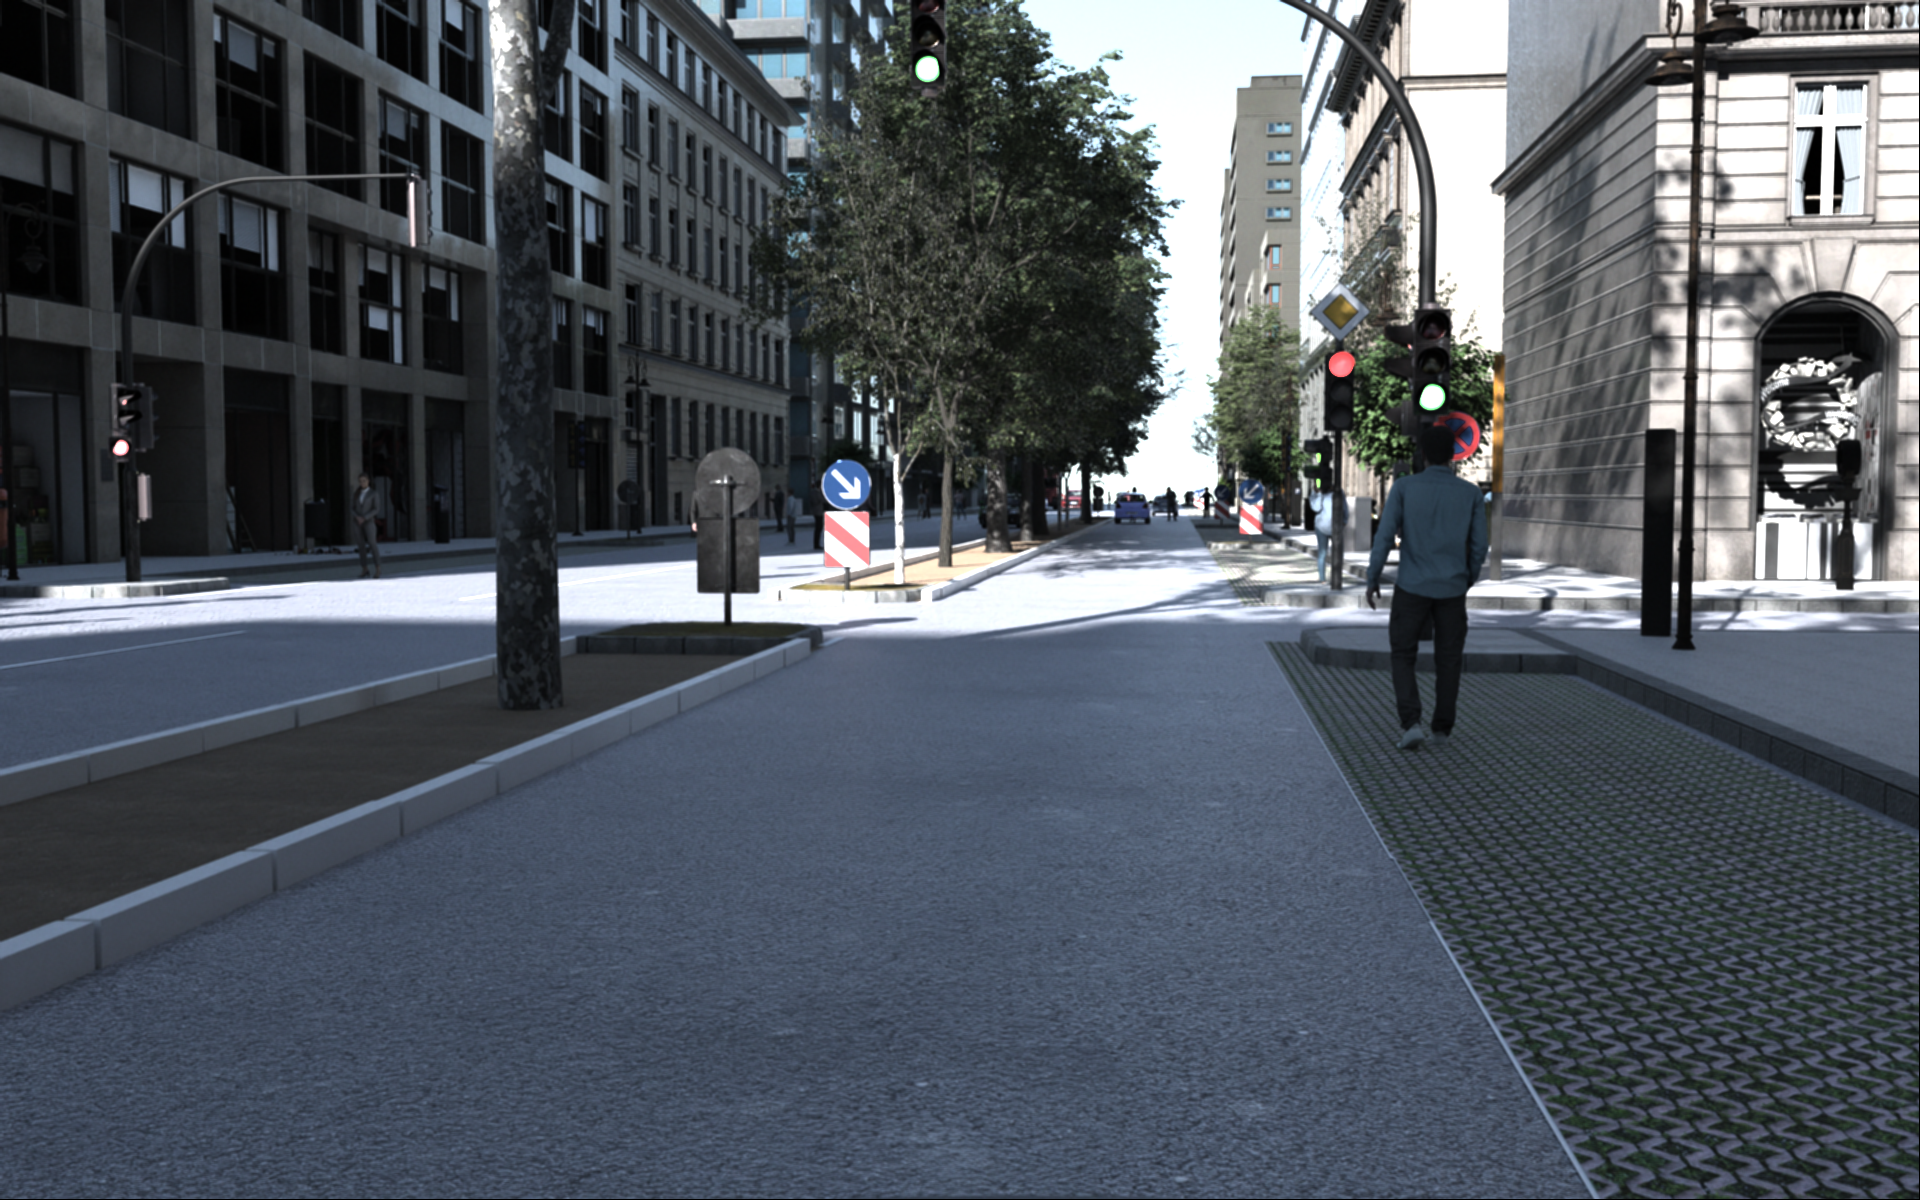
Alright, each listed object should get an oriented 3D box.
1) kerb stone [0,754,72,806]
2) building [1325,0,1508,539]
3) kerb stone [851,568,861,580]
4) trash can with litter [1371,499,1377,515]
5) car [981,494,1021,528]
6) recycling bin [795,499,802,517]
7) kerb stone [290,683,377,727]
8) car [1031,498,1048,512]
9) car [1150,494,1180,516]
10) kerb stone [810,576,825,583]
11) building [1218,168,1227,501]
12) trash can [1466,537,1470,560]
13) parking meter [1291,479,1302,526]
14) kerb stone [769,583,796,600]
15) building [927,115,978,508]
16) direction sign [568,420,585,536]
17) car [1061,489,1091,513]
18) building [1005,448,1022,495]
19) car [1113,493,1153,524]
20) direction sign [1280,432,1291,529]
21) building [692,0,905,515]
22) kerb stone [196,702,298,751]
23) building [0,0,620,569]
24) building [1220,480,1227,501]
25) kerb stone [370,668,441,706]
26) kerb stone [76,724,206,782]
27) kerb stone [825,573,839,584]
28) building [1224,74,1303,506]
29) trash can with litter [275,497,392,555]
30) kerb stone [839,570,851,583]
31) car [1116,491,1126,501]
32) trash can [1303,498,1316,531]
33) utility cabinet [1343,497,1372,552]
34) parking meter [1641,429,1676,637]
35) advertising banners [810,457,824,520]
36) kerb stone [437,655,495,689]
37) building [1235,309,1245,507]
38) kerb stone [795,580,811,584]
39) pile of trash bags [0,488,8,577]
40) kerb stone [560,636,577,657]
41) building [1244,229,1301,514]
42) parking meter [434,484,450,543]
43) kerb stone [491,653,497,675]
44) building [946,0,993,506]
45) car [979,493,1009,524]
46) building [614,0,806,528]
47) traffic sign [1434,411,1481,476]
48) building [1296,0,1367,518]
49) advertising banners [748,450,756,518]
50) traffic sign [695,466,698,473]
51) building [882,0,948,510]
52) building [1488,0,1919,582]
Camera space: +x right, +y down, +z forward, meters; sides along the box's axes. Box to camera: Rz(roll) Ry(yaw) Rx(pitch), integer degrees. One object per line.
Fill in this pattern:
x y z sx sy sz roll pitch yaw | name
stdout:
-4.412 0.866 8.031 0.120 0.150 1.000 0 4 7 | kerb stone
18.238 -11.793 57.444 10.561 19.102 19.286 0 4 7 | building
-1.838 -0.410 28.905 0.120 0.150 1.000 0 4 7 | kerb stone
10.235 -2.011 44.269 0.624 1.170 1.055 -1 4 -9 | trash can with litter
1.963 -3.920 73.876 2.009 1.686 4.222 1 4 9 | car
-9.391 -5.220 97.907 0.722 1.027 0.722 2 4 25 | recycling bin
-4.036 0.680 11.081 0.120 0.150 1.000 0 4 7 | kerb stone
6.045 -7.882 138.464 1.945 1.707 3.694 1 4 9 | car
13.456 -6.227 113.822 2.014 1.417 4.499 0 4 6 | car
-2.213 -0.224 25.858 0.120 0.150 1.000 0 4 7 | kerb stone
47.363 -37.876 242.978 21.300 48.544 21.600 0 4 7 | building
7.219 -0.828 25.199 0.748 1.137 0.748 0 3 0 | trash can
13.447 -3.883 69.201 0.399 1.863 0.255 -1 4 -12 | parking meter
-2.456 -0.094 23.818 0.120 0.150 1.000 0 4 7 | kerb stone
-6.052 -29.503 165.968 14.154 41.232 14.086 0 4 7 | building
-11.781 -3.747 53.262 0.379 3.537 0.876 1 4 21 | direction sign
9.110 -7.746 135.318 2.281 1.827 5.304 1 4 9 | car
1.097 -33.020 223.465 14.154 41.232 14.086 0 4 7 | building
8.462 -4.599 84.785 1.945 1.707 3.694 0 4 7 | car
11.935 -4.371 63.465 0.379 3.537 0.876 2 4 32 | direction sign
-16.760 -30.369 116.139 23.786 49.044 30.456 0 4 7 | building
-4.174 0.744 10.068 0.120 0.150 1.000 0 4 7 | kerb stone
-23.762 -14.734 45.425 19.350 26.468 34.151 0 4 7 | building
49.668 -32.302 220.020 32.217 40.220 23.993 0 4 7 | building
-3.915 0.618 12.098 0.120 0.150 1.000 0 4 7 | kerb stone
-4.291 0.804 9.051 0.120 0.150 1.000 0 4 7 | kerb stone
-2.076 -0.286 26.873 0.120 0.150 1.000 0 4 7 | kerb stone
41.634 -35.052 196.806 21.300 48.544 21.600 0 4 7 | building
-13.400 -1.595 37.137 2.233 1.210 1.678 0 4 -7 | trash can with litter
-1.956 -0.348 27.890 0.120 0.150 1.000 0 4 7 | kerb stone
22.212 -13.808 234.439 2.281 1.827 5.304 0 4 6 | car
12.319 -2.981 60.394 0.748 1.137 0.748 0 3 0 | trash can
8.847 -1.678 38.591 0.306 1.237 1.020 2 4 33 | utility cabinet
6.347 -0.614 15.745 0.255 1.863 0.399 1 4 21 | parking meter
-6.784 -5.343 83.545 0.090 3.025 2.074 1 4 19 | advertising banners
-3.792 0.560 13.117 0.120 0.150 1.000 0 4 7 | kerb stone
39.125 -18.931 154.566 27.650 21.520 28.899 0 4 7 | building
-2.335 -0.162 24.838 0.120 0.150 1.000 0 4 7 | kerb stone
-16.131 -1.002 26.137 3.447 1.369 1.912 -1 4 -14 | pile of trash bags
-3.528 0.433 15.157 0.120 0.150 1.000 0 4 7 | kerb stone
35.506 -17.181 125.949 27.650 21.520 28.899 0 4 7 | building
-13.496 -2.244 45.100 0.372 1.533 0.369 0 3 0 | parking meter
-3.661 0.495 14.143 0.120 0.150 1.000 0 4 7 | kerb stone
-6.562 -54.283 200.202 22.319 86.520 31.000 0 4 7 | building
1.976 -4.590 83.847 1.959 1.807 4.718 0 4 7 | car
-17.870 -14.912 77.094 16.112 22.955 30.059 0 4 7 | building
7.606 -1.626 26.693 0.768 2.556 0.104 1 4 14 | traffic sign
22.541 -18.582 81.306 11.434 29.767 29.804 0 4 7 | building
-8.449 -4.533 70.301 0.090 3.025 2.074 0 4 1 | advertising banners
-9.327 -3.717 62.901 0.606 2.300 0.079 1 4 15 | traffic sign
-15.679 -34.046 145.895 28.713 52.752 27.495 0 4 7 | building
22.202 -11.453 29.058 24.055 21.916 13.314 0 4 7 | building
